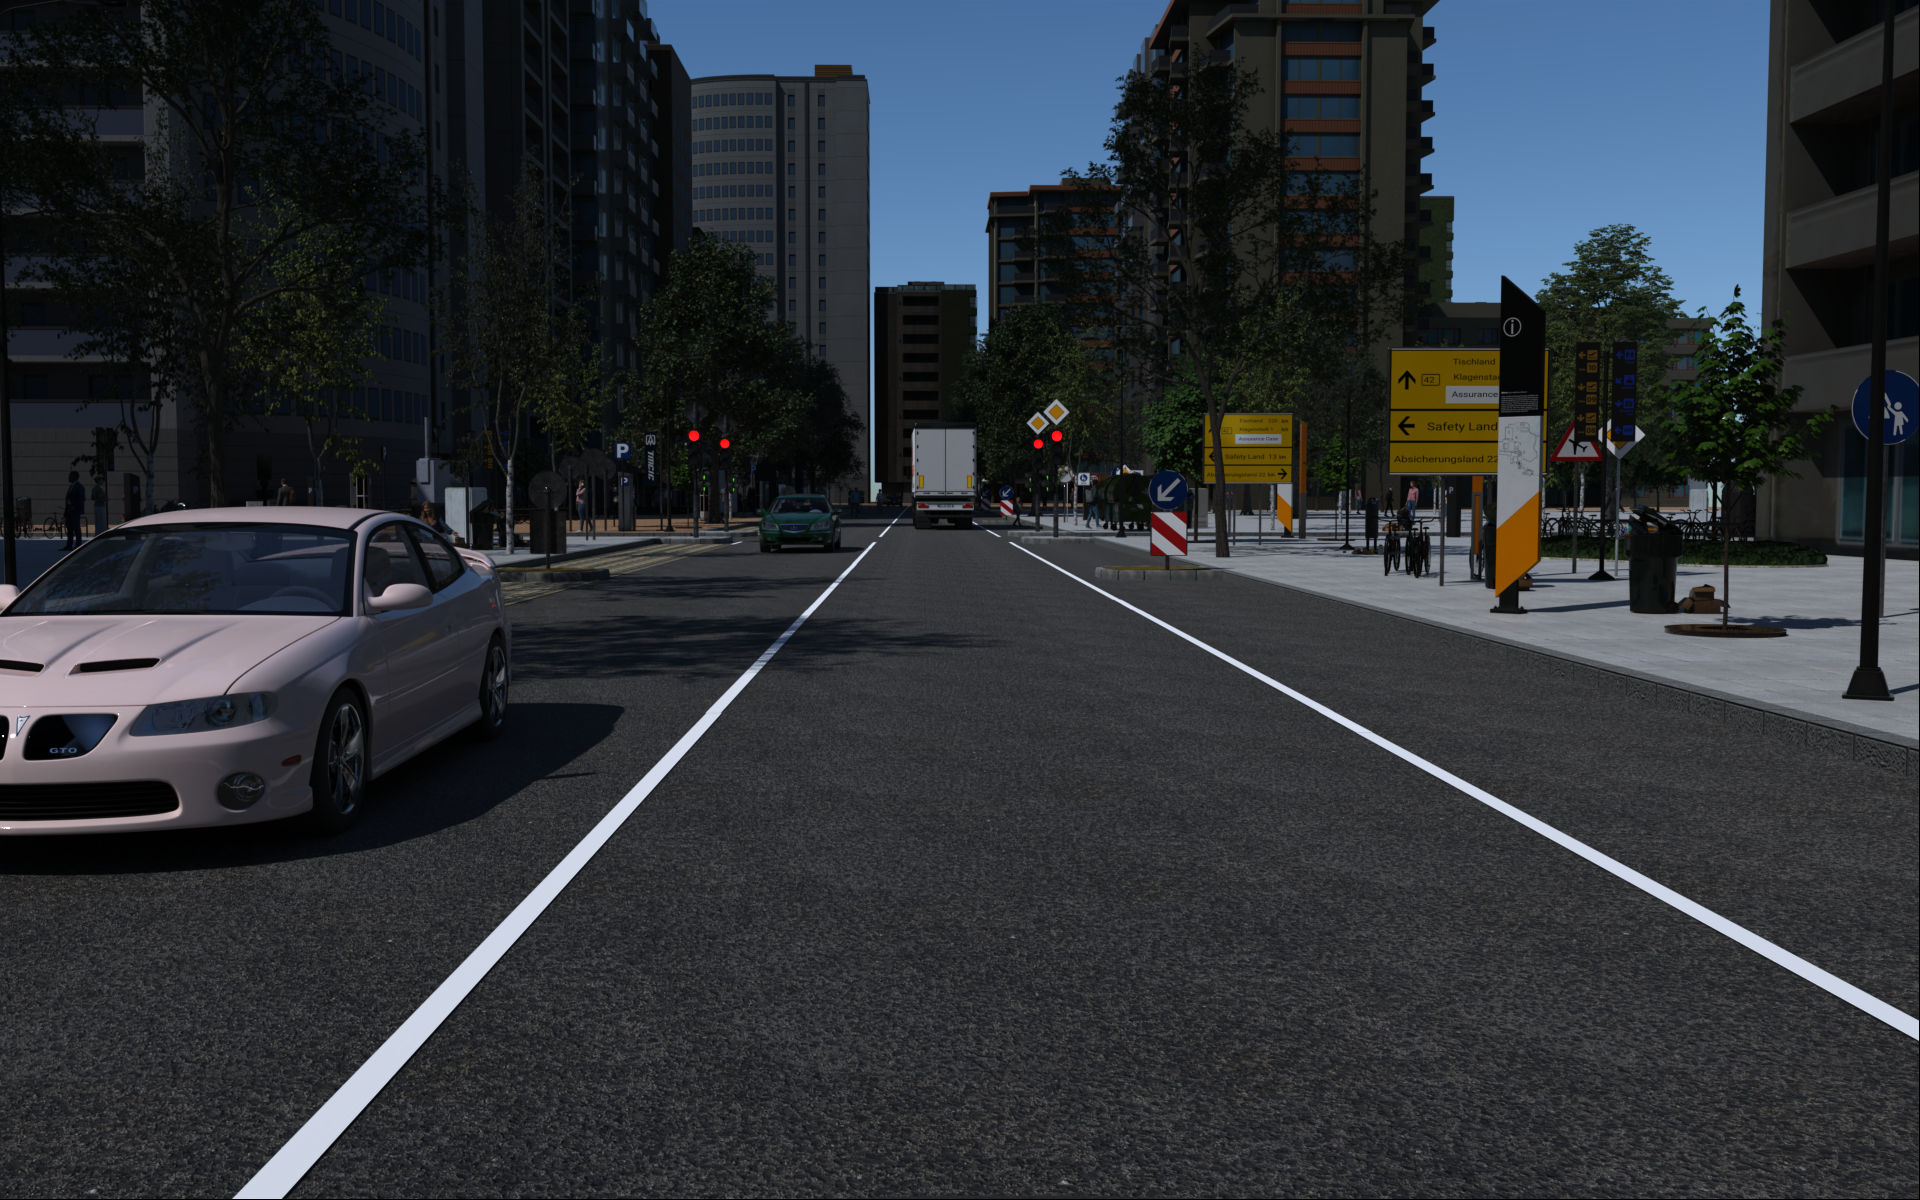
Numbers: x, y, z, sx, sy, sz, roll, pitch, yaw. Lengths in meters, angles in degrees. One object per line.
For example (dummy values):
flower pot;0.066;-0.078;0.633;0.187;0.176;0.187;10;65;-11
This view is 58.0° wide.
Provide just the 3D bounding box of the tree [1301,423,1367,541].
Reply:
tree;10.388;-3.237;47.533;1.663;3.219;1.824;0;3;0

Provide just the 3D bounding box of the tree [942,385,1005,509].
tree;2.109;-16.183;174.966;12.009;13.543;11.850;0;3;0

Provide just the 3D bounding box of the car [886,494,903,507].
car;-7.598;-11.657;200.383;2.009;1.686;4.222;0;4;-3

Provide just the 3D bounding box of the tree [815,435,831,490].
tree;-13.630;-13.900;177.624;4.737;8.622;4.395;0;3;0

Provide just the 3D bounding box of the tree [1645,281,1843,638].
tree;7.168;-1.298;15.824;1.663;3.219;1.824;0;3;0

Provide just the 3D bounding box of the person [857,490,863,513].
person;-7.814;-7.571;132.565;0.678;1.792;0.850;-2;4;-31

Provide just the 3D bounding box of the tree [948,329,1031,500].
tree;3.794;-13.754;131.532;9.857;13.997;8.962;0;3;0

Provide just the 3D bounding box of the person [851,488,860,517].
person;-6.518;-6.076;107.712;0.638;1.841;0.748;-1;4;-18

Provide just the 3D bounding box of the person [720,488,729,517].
person;-12.164;-5.125;90.024;0.473;1.802;0.592;-3;4;-38

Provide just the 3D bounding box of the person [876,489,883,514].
person;-5.707;-7.033;123.707;0.478;1.798;0.641;3;4;37

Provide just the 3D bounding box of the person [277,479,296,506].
person;-23.824;-3.382;61.302;0.822;1.834;0.622;3;4;37

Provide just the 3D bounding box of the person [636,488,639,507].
person;-23.824;-7.364;127.445;0.512;1.701;0.522;-1;4;-9

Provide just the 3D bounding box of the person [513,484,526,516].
person;-24.427;-5.508;96.066;0.822;1.834;0.622;1;4;12

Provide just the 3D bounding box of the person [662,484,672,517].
person;-16.494;-5.568;97.182;0.679;1.850;0.850;-1;4;-12

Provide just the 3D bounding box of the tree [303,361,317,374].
tree;-19.347;-5.812;45.392;4.360;8.622;3.978;0;3;0

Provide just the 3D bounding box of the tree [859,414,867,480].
tree;-12.169;-13.786;142.411;9.611;12.733;9.660;0;3;0

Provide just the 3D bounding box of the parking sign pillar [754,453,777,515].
parking sign pillar;-11.844;-7.157;105.485;1.447;3.967;1.447;-2;4;-34

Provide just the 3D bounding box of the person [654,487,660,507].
person;-21.859;-7.269;125.065;0.511;1.800;0.466;-1;4;-18

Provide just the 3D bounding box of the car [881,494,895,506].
car;-8.604;-11.954;205.671;2.015;1.641;3.980;0;4;-2

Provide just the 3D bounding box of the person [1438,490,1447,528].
person;18.539;-3.638;66.191;0.731;1.740;0.598;-3;5;-40

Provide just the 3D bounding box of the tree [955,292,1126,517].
tree;4.388;-11.128;98.949;9.611;12.733;9.660;0;3;0

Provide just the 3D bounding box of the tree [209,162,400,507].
tree;-14.119;-5.342;37.712;4.737;8.622;4.395;0;3;0

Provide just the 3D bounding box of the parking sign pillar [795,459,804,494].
parking sign pillar;-12.335;-8.834;132.902;1.447;3.967;1.447;0;4;6

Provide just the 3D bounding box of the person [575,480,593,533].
person;-12.541;-3.132;57.840;0.643;1.750;0.593;-1;4;-11

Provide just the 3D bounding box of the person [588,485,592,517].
person;-20.794;-5.594;97.682;0.419;1.800;0.721;1;4;17

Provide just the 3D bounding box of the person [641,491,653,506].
person;-24.271;-7.737;132.752;1.509;1.804;0.699;-1;4;-12

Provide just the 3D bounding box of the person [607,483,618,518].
person;-18.436;-5.246;91.585;0.755;1.850;0.659;1;4;10

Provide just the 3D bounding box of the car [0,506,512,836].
car;-3.565;0.221;8.741;2.083;1.381;4.827;0;4;-2

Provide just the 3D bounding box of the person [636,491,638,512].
person;-20.493;-6.273;109.003;0.661;1.777;0.834;-3;5;-44

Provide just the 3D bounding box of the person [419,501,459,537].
person;-10.367;-1.383;34.157;1.012;1.151;0.738;0;4;-6

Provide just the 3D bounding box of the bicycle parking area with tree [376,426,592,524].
bicycle parking area with tree;-22.203;-5.432;75.813;9.016;4.147;8.231;1;4;13

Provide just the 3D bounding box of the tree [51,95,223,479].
tree;-15.145;-5.015;32.359;4.360;8.622;3.978;0;3;0

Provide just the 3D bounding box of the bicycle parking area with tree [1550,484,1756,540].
bicycle parking area with tree;19.479;-3.382;42.291;9.016;4.147;8.231;1;4;12

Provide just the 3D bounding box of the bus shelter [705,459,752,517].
bus shelter;-13.167;-6.417;98.838;2.014;3.302;5.546;0;4;-1

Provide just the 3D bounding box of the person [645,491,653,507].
person;-23.545;-7.631;131.239;0.576;1.772;0.534;-1;4;-19

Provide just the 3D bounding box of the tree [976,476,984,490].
tree;2.539;-14.836;192.927;4.737;8.622;4.395;0;3;0

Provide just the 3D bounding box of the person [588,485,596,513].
person;-21.293;-5.723;99.788;0.661;1.801;0.590;2;4;33

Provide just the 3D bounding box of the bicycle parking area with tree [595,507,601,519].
bicycle parking area with tree;-22.025;-6.108;86.860;9.016;4.147;8.231;1;4;9

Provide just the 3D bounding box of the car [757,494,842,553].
car;-4.012;-1.964;43.917;2.131;1.459;4.920;0;4;-1

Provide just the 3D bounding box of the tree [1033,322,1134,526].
tree;4.832;-7.351;70.555;4.737;8.622;4.395;0;3;0

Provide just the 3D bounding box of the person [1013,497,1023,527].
person;2.572;-3.885;76.295;0.640;1.303;0.475;3;4;38

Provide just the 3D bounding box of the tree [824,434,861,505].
tree;-13.999;-15.535;204.361;4.360;8.622;3.978;0;3;0

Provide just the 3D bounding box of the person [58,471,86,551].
person;-20.007;-2.011;39.107;0.721;1.800;0.419;2;4;33

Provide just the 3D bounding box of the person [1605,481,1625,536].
person;21.386;-2.940;56.345;0.755;1.850;0.659;0;4;4

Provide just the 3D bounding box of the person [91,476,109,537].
person;-22.802;-2.409;45.982;0.519;1.759;0.362;3;5;41

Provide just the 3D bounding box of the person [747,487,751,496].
person;-16.098;-7.699;132.194;0.793;1.790;0.793;2;4;29

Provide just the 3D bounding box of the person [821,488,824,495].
person;-8.135;-5.769;103.163;0.374;1.781;0.599;-1;4;-13

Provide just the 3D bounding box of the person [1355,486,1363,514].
person;25.757;-6.465;111.750;0.388;1.821;0.555;-3;4;-39
